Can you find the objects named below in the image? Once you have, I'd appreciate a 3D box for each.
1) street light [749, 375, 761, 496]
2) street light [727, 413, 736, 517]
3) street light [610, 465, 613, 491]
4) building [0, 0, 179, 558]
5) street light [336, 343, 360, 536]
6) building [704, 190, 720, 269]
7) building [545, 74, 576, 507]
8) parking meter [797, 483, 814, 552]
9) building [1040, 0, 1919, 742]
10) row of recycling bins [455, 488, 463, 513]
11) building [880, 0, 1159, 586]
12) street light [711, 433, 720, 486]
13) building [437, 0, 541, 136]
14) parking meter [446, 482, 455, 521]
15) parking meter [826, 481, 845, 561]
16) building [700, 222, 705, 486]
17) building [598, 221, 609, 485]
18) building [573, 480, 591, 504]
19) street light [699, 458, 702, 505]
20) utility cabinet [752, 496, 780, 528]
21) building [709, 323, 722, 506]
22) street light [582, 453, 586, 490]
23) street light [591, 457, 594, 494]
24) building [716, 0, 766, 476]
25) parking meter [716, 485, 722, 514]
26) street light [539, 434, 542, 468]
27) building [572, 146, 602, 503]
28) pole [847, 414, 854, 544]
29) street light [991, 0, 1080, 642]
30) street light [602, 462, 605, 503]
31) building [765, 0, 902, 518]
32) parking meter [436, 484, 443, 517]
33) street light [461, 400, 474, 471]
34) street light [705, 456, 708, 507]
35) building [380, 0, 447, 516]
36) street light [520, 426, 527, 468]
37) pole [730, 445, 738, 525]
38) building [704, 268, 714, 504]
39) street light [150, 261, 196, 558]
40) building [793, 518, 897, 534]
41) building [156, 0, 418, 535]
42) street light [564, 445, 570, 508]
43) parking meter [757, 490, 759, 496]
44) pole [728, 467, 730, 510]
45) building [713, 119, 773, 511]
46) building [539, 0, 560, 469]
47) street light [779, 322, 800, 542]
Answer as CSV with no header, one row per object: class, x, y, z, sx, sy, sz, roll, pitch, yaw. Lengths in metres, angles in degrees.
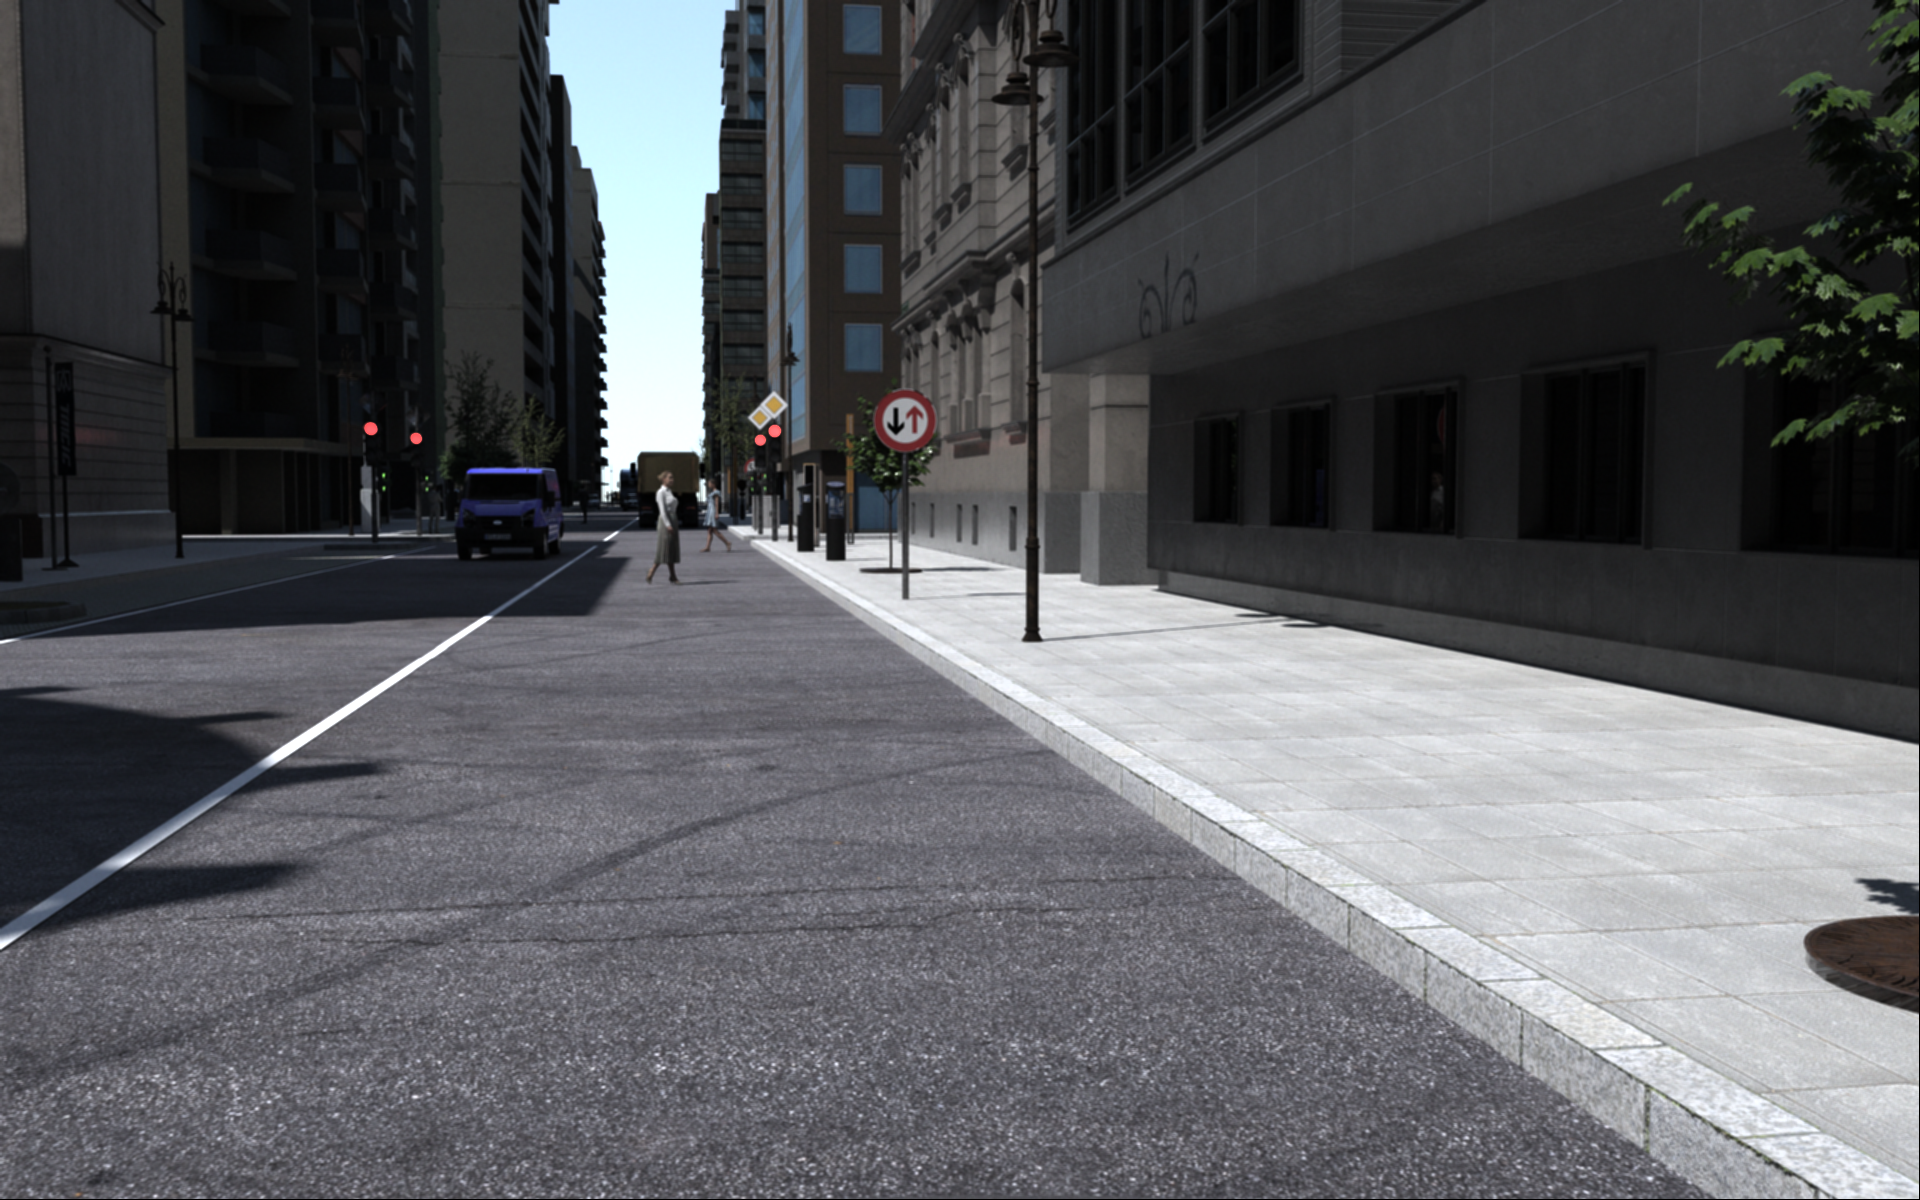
street light,-7.789,-5.699,65.972,0.468,5.910,1.993,-1,4,-9
street light,-12.813,-7.600,97.050,0.468,5.910,1.993,-1,4,-9
street light,-54.977,-18.378,273.269,0.468,5.910,1.993,-1,4,-9
building,-28.071,-10.559,37.272,19.286,19.102,10.561,-1,4,-9
street light,-18.721,-4.912,53.106,0.468,5.910,1.993,-1,4,-9
building,-29.838,-36.780,251.470,14.600,45.320,14.200,-1,4,-9
building,-47.830,-32.474,181.060,14.600,45.320,14.200,-1,4,-9
parking meter,-3.437,-1.844,38.560,0.372,1.533,0.369,0,3,0
building,10.308,-11.585,8.474,14.314,24.678,30.058,-1,4,-9
row of recycling bins,-33.529,-6.712,116.861,3.534,1.692,1.069,-1,4,-11
building,6.271,-15.163,35.301,14.401,28.519,23.554,-1,4,-9
street light,-18.008,-9.529,128.594,0.468,5.910,1.993,-1,4,-9
building,-44.422,-31.309,135.599,21.300,48.544,21.600,-1,4,-9
parking meter,-24.127,-4.668,82.031,0.255,1.863,0.399,-3,5,-44
parking meter,-2.398,-1.530,33.421,0.372,1.533,0.369,0,3,0
building,-29.588,-37.866,273.740,22.147,44.769,28.867,-1,4,-9
building,-65.982,-37.488,267.545,22.147,44.769,28.867,-1,4,-9
building,-63.664,-32.244,219.075,32.217,40.220,23.993,-1,4,-9
street light,-30.505,-14.161,204.324,0.468,5.910,1.993,-1,4,-9
utility cabinet,-7.248,-3.275,64.709,1.020,1.237,0.306,0,4,0
building,-13.448,-21.197,191.610,27.650,21.520,28.899,-1,4,-9
street light,-41.375,-13.332,190.765,0.468,5.910,1.993,-1,4,-9
street light,-44.722,-14.574,211.079,0.468,5.910,1.993,-1,4,-9
building,-10.596,-33.064,160.202,23.786,49.044,30.456,-1,4,-9
parking meter,-15.597,-6.493,111.879,0.399,1.863,0.255,-1,4,-16
street light,-31.139,-9.533,128.653,0.468,5.910,1.993,-1,4,-9
building,-61.776,-37.853,242.595,21.300,48.544,21.600,-1,4,-9
pole,-2.806,-3.084,44.268,0.158,3.312,0.155,0,3,0
street light,0.630,-2.577,14.916,0.468,5.910,1.993,-1,4,-9
street light,-49.847,-16.477,242.192,0.468,5.910,1.993,-1,4,-9
building,-5.383,-28.353,113.686,14.600,45.320,14.200,-1,4,-9
parking meter,-29.620,-5.679,98.556,0.399,1.863,0.255,-1,4,-13
street light,-23.895,-6.809,84.114,0.468,5.910,1.993,-1,4,-9
street light,-25.315,-12.265,173.319,0.468,5.910,1.993,-1,4,-9
building,-36.895,-25.234,96.170,14.154,41.232,14.086,-1,4,-9
street light,-28.945,-8.707,115.142,0.468,5.910,1.993,-1,4,-9
pole,-9.431,-4.824,72.712,0.158,3.312,0.155,0,3,0
building,-25.866,-27.612,223.165,14.160,30.474,14.107,-1,4,-9
street light,-15.663,-3.780,34.590,0.468,5.910,1.993,-1,4,-9
building,1.085,-25.200,62.136,14.200,45.320,14.600,-1,4,-9
building,-33.073,-25.073,64.575,22.147,44.769,28.867,-1,4,-9
street light,-36.188,-11.436,159.760,0.468,5.910,1.993,-1,4,-9
parking meter,-13.875,-6.778,119.230,0.372,1.533,0.369,0,3,0
pole,-17.143,-8.263,128.938,0.158,3.312,0.155,0,3,0
building,-12.013,-22.377,137.558,14.160,30.474,14.107,-1,4,-9
building,-51.907,-34.853,159.078,28.713,52.752,27.495,-1,4,-9
street light,-4.586,-4.523,46.732,0.468,5.910,1.993,-1,4,-9
